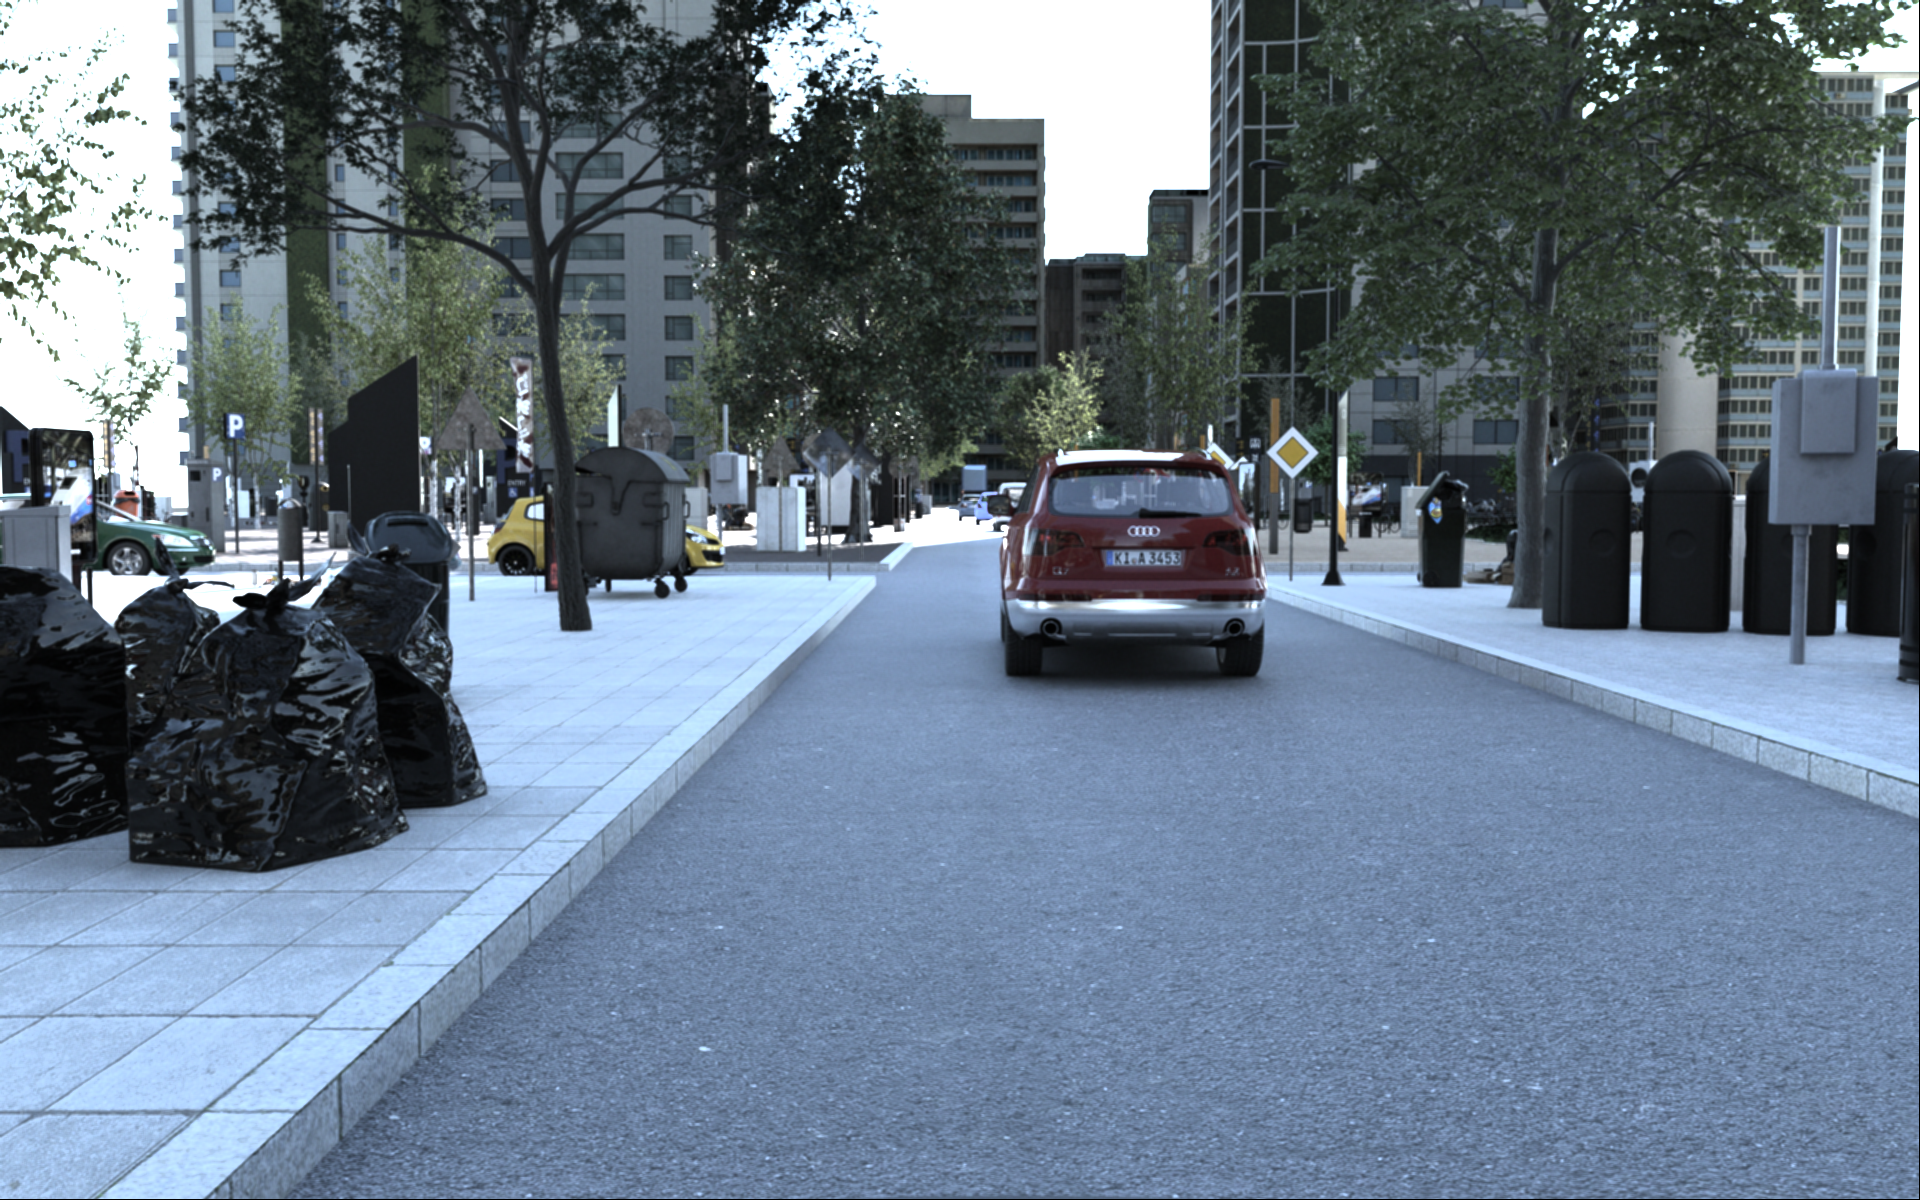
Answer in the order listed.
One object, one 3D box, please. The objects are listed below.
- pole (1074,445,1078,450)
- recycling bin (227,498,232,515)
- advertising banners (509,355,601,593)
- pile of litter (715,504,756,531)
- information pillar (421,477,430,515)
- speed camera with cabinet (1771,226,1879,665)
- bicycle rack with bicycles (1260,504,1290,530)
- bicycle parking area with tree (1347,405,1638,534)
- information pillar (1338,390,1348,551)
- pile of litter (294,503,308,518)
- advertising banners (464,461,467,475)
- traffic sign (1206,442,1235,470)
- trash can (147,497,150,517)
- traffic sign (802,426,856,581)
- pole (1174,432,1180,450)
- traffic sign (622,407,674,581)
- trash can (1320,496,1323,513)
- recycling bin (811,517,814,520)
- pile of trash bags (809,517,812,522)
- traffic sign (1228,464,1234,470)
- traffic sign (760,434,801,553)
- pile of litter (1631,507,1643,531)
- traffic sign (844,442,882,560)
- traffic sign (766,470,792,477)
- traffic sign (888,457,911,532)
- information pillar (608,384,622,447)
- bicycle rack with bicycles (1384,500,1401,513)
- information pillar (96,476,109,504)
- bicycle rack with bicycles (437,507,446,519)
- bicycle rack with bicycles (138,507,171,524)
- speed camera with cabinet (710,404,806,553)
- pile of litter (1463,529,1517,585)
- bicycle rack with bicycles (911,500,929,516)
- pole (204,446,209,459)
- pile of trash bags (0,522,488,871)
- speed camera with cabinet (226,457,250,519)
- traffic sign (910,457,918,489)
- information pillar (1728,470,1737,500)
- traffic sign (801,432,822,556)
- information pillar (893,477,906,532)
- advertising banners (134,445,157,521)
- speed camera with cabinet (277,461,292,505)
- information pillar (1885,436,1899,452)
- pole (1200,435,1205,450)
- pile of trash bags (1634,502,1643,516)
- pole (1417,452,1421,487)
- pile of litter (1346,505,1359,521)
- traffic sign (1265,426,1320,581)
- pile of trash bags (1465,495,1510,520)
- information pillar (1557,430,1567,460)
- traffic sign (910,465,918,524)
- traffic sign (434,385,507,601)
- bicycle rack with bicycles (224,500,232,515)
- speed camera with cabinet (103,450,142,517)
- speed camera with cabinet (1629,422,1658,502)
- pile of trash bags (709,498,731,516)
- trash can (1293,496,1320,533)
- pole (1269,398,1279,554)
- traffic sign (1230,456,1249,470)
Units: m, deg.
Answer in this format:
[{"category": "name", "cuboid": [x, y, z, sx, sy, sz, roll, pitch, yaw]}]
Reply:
[{"category": "pole", "cuboid": [4.786, -4.744, 71.405, 0.158, 3.312, 0.155, 0, 3, 0]}, {"category": "recycling bin", "cuboid": [-44.449, -5.730, 106.236, 0.722, 1.027, 0.722, 1, 4, 17]}, {"category": "advertising banners", "cuboid": [-5.341, -1.633, 22.891, 0.090, 3.025, 2.074, 1, 4, 20]}, {"category": "pile of litter", "cuboid": [-7.676, -2.842, 60.428, 1.719, 0.858, 1.176, 1, 4, 17]}, {"category": "information pillar", "cuboid": [-22.945, -4.278, 74.432, 0.304, 2.012, 0.304, -2, 4, -30]}, {"category": "speed camera with cabinet", "cuboid": [7.171, -1.134, 12.877, 2.038, 3.252, 0.660, 1, 4, 19]}, {"category": "bicycle rack with bicycles", "cuboid": [10.754, -3.026, 62.854, 2.852, 0.926, 2.925, 3, 5, 43]}, {"category": "bicycle parking area with tree", "cuboid": [17.529, -4.261, 56.668, 8.231, 4.147, 9.016, -1, 4, -21]}, {"category": "information pillar", "cuboid": [8.484, -2.895, 38.694, 0.183, 3.616, 0.504, 3, 5, 45]}, {"category": "pile of litter", "cuboid": [-33.610, -4.510, 87.703, 1.719, 0.858, 1.176, 0, 4, -2]}, {"category": "advertising banners", "cuboid": [-25.705, -5.815, 91.265, 0.090, 3.025, 2.074, -3, 4, -36]}, {"category": "traffic sign", "cuboid": [4.893, -1.823, 33.449, 0.795, 2.450, 0.064, 0, 4, 0]}, {"category": "trash can", "cuboid": [-38.780, -4.327, 82.406, 0.748, 1.137, 0.748, 0, 3, 0]}, {"category": "traffic sign", "cuboid": [-1.920, -1.337, 25.500, 0.795, 2.450, 0.064, 0, 4, 0]}, {"category": "pole", "cuboid": [7.154, -3.875, 57.202, 0.158, 3.312, 0.155, 0, 3, 0]}, {"category": "traffic sign", "cuboid": [-4.568, -1.546, 25.381, 0.768, 2.556, 0.104, 0, 4, 2]}, {"category": "trash can", "cuboid": [21.708, -5.738, 105.471, 0.748, 1.137, 0.748, 0, 3, 0]}, {"category": "recycling bin", "cuboid": [-6.914, -4.454, 85.377, 0.722, 1.027, 0.722, 2, 4, 34]}, {"category": "pile of trash bags", "cuboid": [-6.757, -4.269, 79.555, 1.912, 1.369, 3.447, 0, 4, 0]}, {"category": "traffic sign", "cuboid": [8.905, -3.410, 57.878, 0.606, 2.300, 0.079, 0, 4, 5]}, {"category": "traffic sign", "cuboid": [-3.906, -2.304, 37.670, 0.884, 2.594, 0.081, 0, 4, 3]}, {"category": "pile of litter", "cuboid": [23.075, -2.801, 59.767, 1.719, 0.858, 1.176, 0, 4, 6]}, {"category": "traffic sign", "cuboid": [-1.902, -1.825, 33.485, 0.795, 2.450, 0.064, 0, 4, 0]}, {"category": "traffic sign", "cuboid": [-5.714, -3.364, 54.997, 0.884, 2.594, 0.081, 0, 4, 1]}, {"category": "traffic sign", "cuboid": [-2.019, -3.531, 57.834, 0.768, 2.556, 0.104, 1, 4, 9]}, {"category": "information pillar", "cuboid": [-7.372, -2.797, 37.089, 0.183, 3.616, 0.504, -3, 4, -38]}, {"category": "bicycle rack with bicycles", "cuboid": [26.254, -5.410, 101.843, 2.852, 0.926, 2.925, -1, 4, -18]}, {"category": "information pillar", "cuboid": [-35.183, -4.077, 71.147, 0.304, 2.012, 0.304, 1, 4, 18]}, {"category": "bicycle rack with bicycles", "cuboid": [-27.910, -4.664, 89.645, 2.925, 0.926, 2.852, 2, 4, 26]}, {"category": "bicycle rack with bicycles", "cuboid": [-23.990, -2.182, 49.051, 2.925, 0.926, 2.852, 2, 4, 29]}, {"category": "speed camera with cabinet", "cuboid": [-4.455, -2.686, 38.259, 2.038, 3.252, 0.660, 1, 4, 14]}, {"category": "pile of litter", "cuboid": [7.846, -0.666, 24.856, 1.176, 0.858, 1.719, 0, 4, 6]}, {"category": "bicycle rack with bicycles", "cuboid": [-3.304, -5.491, 103.155, 2.925, 0.926, 2.852, 0, 4, -2]}, {"category": "pole", "cuboid": [-31.839, -4.857, 73.263, 0.158, 3.312, 0.155, 0, 3, 0]}, {"category": "pile of trash bags", "cuboid": [-3.648, 0.161, 7.116, 3.447, 1.369, 1.912, 1, 4, 18]}, {"category": "speed camera with cabinet", "cuboid": [-38.211, -5.952, 91.658, 0.660, 3.252, 2.038, -3, 4, -39]}, {"category": "traffic sign", "cuboid": [-3.329, -5.981, 91.658, 2.265, 3.308, 0.079, 0, 4, 3]}, {"category": "information pillar", "cuboid": [23.792, -3.002, 53.579, 0.304, 2.012, 0.304, 0, 4, 0]}, {"category": "traffic sign", "cuboid": [-2.904, -2.176, 35.676, 0.768, 2.556, 0.104, 1, 4, 8]}, {"category": "information pillar", "cuboid": [-2.039, -3.291, 58.306, 0.304, 2.012, 0.304, -3, 5, -41]}, {"category": "advertising banners", "cuboid": [-29.666, -4.088, 63.020, 0.090, 3.025, 2.074, 0, 4, -7]}, {"category": "speed camera with cabinet", "cuboid": [-40.995, -6.769, 105.006, 0.660, 3.252, 2.038, -2, 4, -30]}, {"category": "information pillar", "cuboid": [37.178, -4.758, 69.153, 0.504, 3.616, 0.183, 2, 4, 27]}, {"category": "pole", "cuboid": [8.396, -4.048, 60.035, 0.158, 3.312, 0.155, 0, 3, 0]}, {"category": "pile of trash bags", "cuboid": [30.993, -4.107, 76.896, 1.912, 1.369, 3.447, 1, 4, 12]}, {"category": "pole", "cuboid": [22.221, -5.505, 83.855, 0.158, 3.312, 0.155, 0, 3, 0]}, {"category": "pile of litter", "cuboid": [19.014, -4.309, 84.425, 1.176, 0.858, 1.719, 1, 4, 13]}, {"category": "traffic sign", "cuboid": [4.874, -1.335, 25.464, 0.795, 2.450, 0.064, 0, 4, 0]}, {"category": "pile of trash bags", "cuboid": [25.708, -4.461, 82.695, 3.447, 1.369, 1.912, 0, 4, -6]}, {"category": "information pillar", "cuboid": [21.944, -4.399, 63.272, 0.504, 3.616, 0.183, -2, 4, -34]}, {"category": "traffic sign", "cuboid": [-2.186, -4.588, 75.127, 0.768, 2.556, 0.104, 0, 4, 5]}, {"category": "traffic sign", "cuboid": [-5.870, -1.269, 20.755, 0.884, 2.594, 0.081, 0, 4, 2]}, {"category": "bicycle rack with bicycles", "cuboid": [-44.634, -5.551, 104.134, 2.925, 0.926, 2.852, -1, 4, -14]}, {"category": "speed camera with cabinet", "cuboid": [-35.360, -4.811, 72.996, 0.660, 3.252, 2.038, 0, 4, 7]}, {"category": "speed camera with cabinet", "cuboid": [18.494, -3.296, 48.220, 0.660, 3.252, 2.038, -2, 4, -31]}, {"category": "pile of trash bags", "cuboid": [-15.328, -5.990, 107.683, 3.447, 1.369, 1.912, -3, 5, -43]}, {"category": "trash can", "cuboid": [11.291, -2.781, 57.118, 0.748, 1.137, 0.748, 0, 3, 0]}, {"category": "pole", "cuboid": [6.702, -2.635, 36.933, 0.158, 3.312, 0.155, 0, 3, 0]}, {"category": "traffic sign", "cuboid": [8.580, -3.144, 52.586, 0.795, 2.450, 0.064, 0, 4, 4]}]
